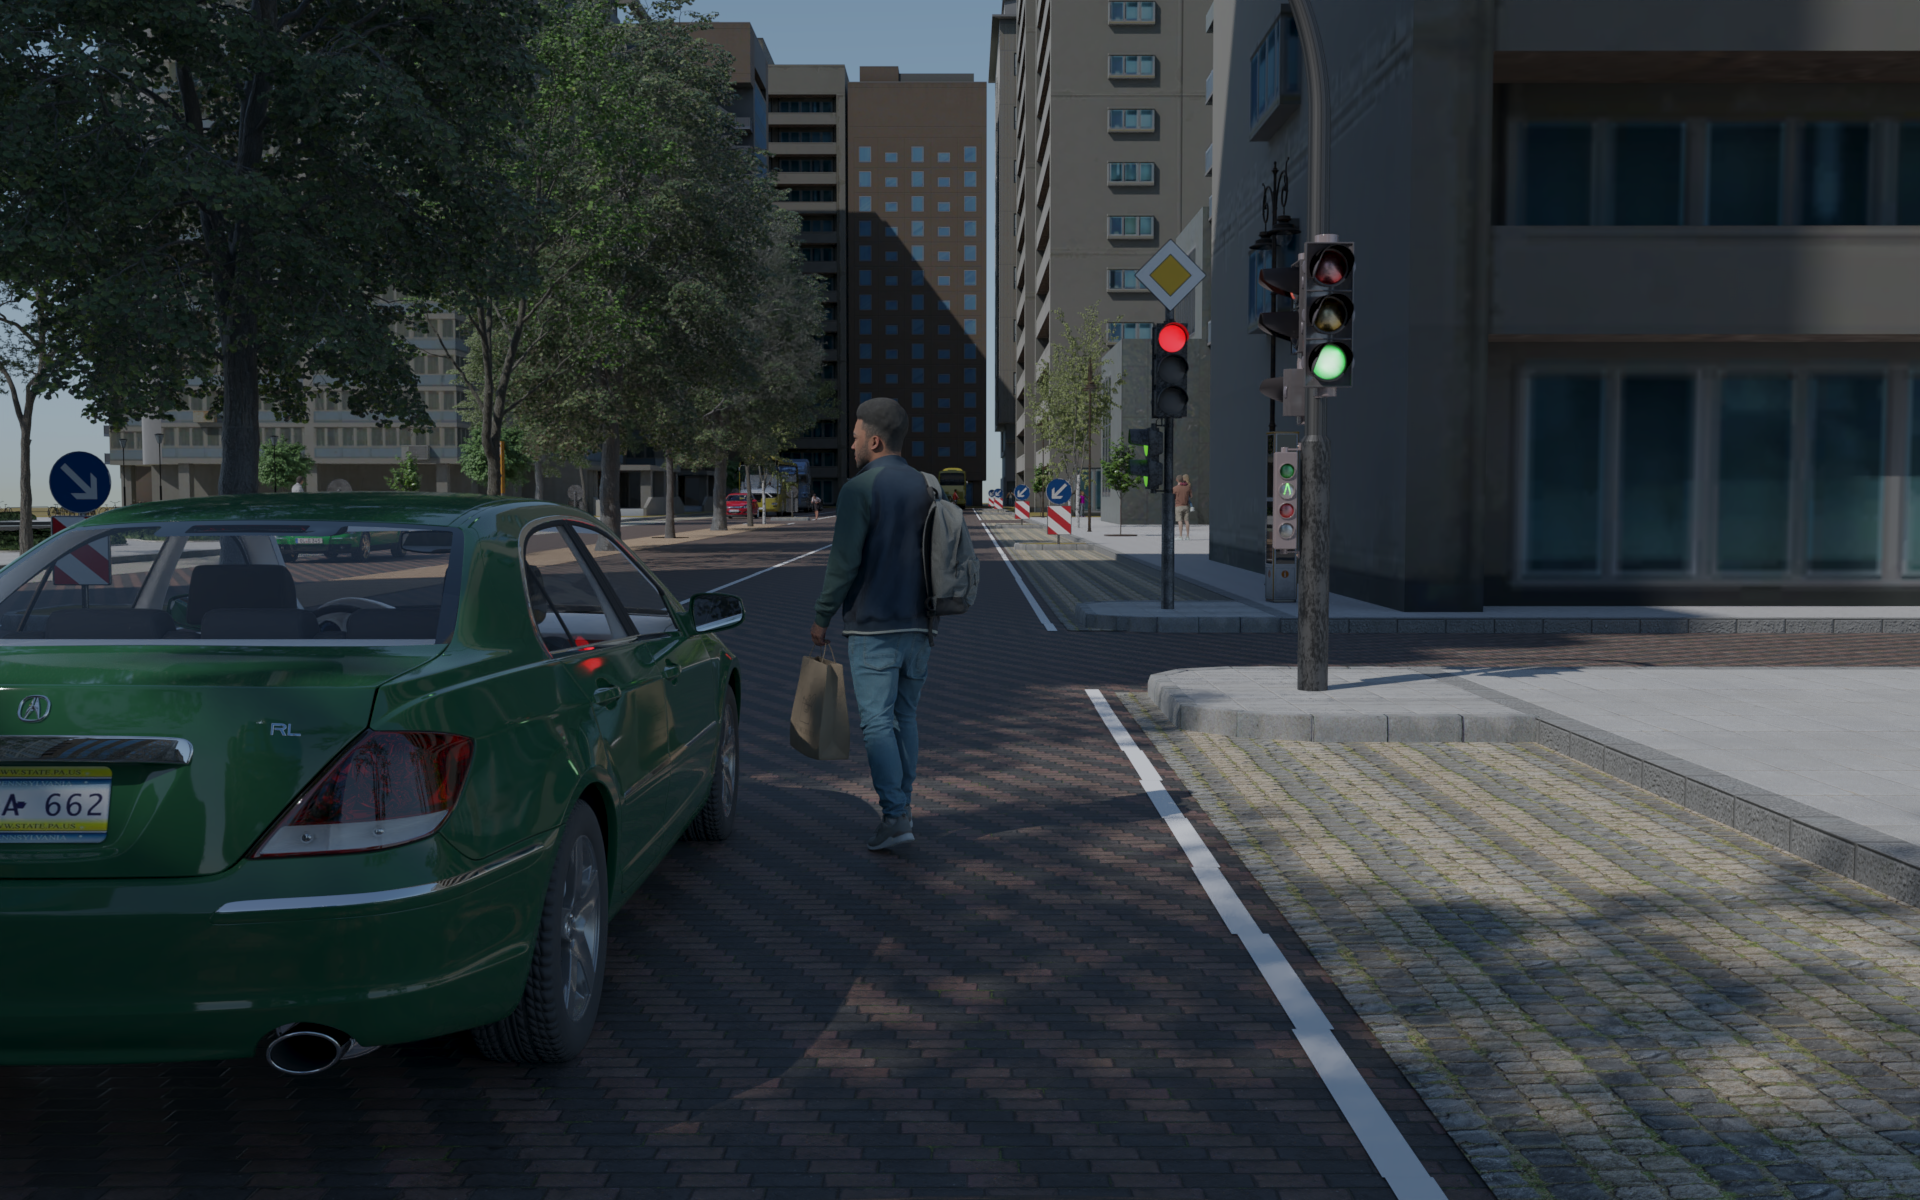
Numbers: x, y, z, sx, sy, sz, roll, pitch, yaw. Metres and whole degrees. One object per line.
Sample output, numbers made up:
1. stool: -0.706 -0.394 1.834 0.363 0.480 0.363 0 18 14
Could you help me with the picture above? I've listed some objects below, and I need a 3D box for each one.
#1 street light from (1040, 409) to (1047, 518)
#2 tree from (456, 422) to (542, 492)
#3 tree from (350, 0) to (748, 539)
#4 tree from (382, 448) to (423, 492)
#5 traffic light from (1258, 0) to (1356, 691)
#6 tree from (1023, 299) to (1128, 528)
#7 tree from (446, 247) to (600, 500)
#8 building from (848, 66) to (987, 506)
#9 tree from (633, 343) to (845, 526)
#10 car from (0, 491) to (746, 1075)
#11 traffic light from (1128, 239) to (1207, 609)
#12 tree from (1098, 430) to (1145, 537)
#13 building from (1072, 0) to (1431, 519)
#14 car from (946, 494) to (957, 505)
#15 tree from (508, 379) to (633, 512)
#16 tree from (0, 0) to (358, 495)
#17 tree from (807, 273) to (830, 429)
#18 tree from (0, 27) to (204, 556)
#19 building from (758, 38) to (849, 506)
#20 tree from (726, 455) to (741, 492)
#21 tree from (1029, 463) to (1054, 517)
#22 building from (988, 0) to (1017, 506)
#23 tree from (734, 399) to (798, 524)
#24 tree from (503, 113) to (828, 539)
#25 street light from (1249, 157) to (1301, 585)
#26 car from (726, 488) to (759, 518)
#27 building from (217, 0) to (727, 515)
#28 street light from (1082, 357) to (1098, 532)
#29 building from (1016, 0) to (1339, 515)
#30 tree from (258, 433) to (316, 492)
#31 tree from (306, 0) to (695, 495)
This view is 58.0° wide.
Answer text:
1. street light: 4.494 -7.387 93.569 0.468 5.910 1.993 0 3 0
2. tree: -18.951 -5.347 71.139 4.285 4.588 4.351 0 3 0
3. tree: -8.827 -8.201 43.193 9.857 13.997 8.962 0 3 0
4. tree: -22.538 -4.678 71.087 1.663 3.219 1.824 0 3 0
5. traffic light: 0.193 -2.230 11.125 4.771 5.953 1.251 0 3 0
6. tree: 4.464 -7.077 66.068 4.737 8.622 4.395 0 3 0
7. tree: -19.629 -9.838 78.986 7.486 12.596 7.792 0 3 0
8. building: -4.341 -32.709 184.896 14.200 45.320 14.600 0 3 0
9. tree: -9.189 -8.521 76.181 8.767 10.594 7.601 0 3 0
10. car: -1.858 0.367 5.797 2.131 1.459 4.920 0 3 0
11. traffic light: 2.302 -1.855 19.247 0.839 4.253 0.868 0 3 0
12. tree: 5.031 -3.555 52.727 1.663 3.219 1.824 0 3 0
13. building: 15.832 -29.673 108.847 21.300 48.544 21.600 0 3 0
14. car: -1.171 -6.407 114.548 2.009 1.686 4.222 0 4 -1
15. tree: -19.637 -9.471 89.259 7.601 10.594 8.767 1 4 15
16. tree: -9.540 -6.940 22.587 9.857 13.997 8.962 0 3 0
17. tree: -9.407 -9.673 67.265 9.857 13.997 8.962 0 3 0
18. tree: -19.121 -6.142 34.831 8.767 10.594 7.601 0 4 -5
19. building: -22.234 -34.541 188.438 21.600 48.544 21.300 0 3 0
20. tree: -19.027 -10.009 147.363 4.285 4.588 4.351 0 3 0
21. tree: 4.435 -6.256 96.890 1.663 3.219 1.824 0 3 0
22. building: 17.032 -36.826 191.348 27.495 52.752 28.713 0 3 0
23. tree: -9.339 -7.931 82.498 4.737 8.622 4.395 0 3 0
24. tree: -9.316 -8.716 55.333 12.009 13.543 11.850 0 3 0
25. street light: 4.375 -3.145 24.216 0.468 5.910 1.993 0 3 0
26. car: -12.806 -5.604 100.666 2.155 1.783 4.494 0 4 1
27. building: -34.686 -26.900 131.691 32.217 40.220 23.993 0 3 0
28. street light: 4.397 -5.252 58.652 0.468 5.910 1.993 0 3 0
29. building: 15.207 -30.993 130.441 21.300 48.544 21.600 0 3 0
30. tree: -36.203 -6.662 92.642 4.285 4.588 4.351 0 3 0
31. tree: -8.992 -6.427 33.291 9.928 11.665 9.643 0 3 0
